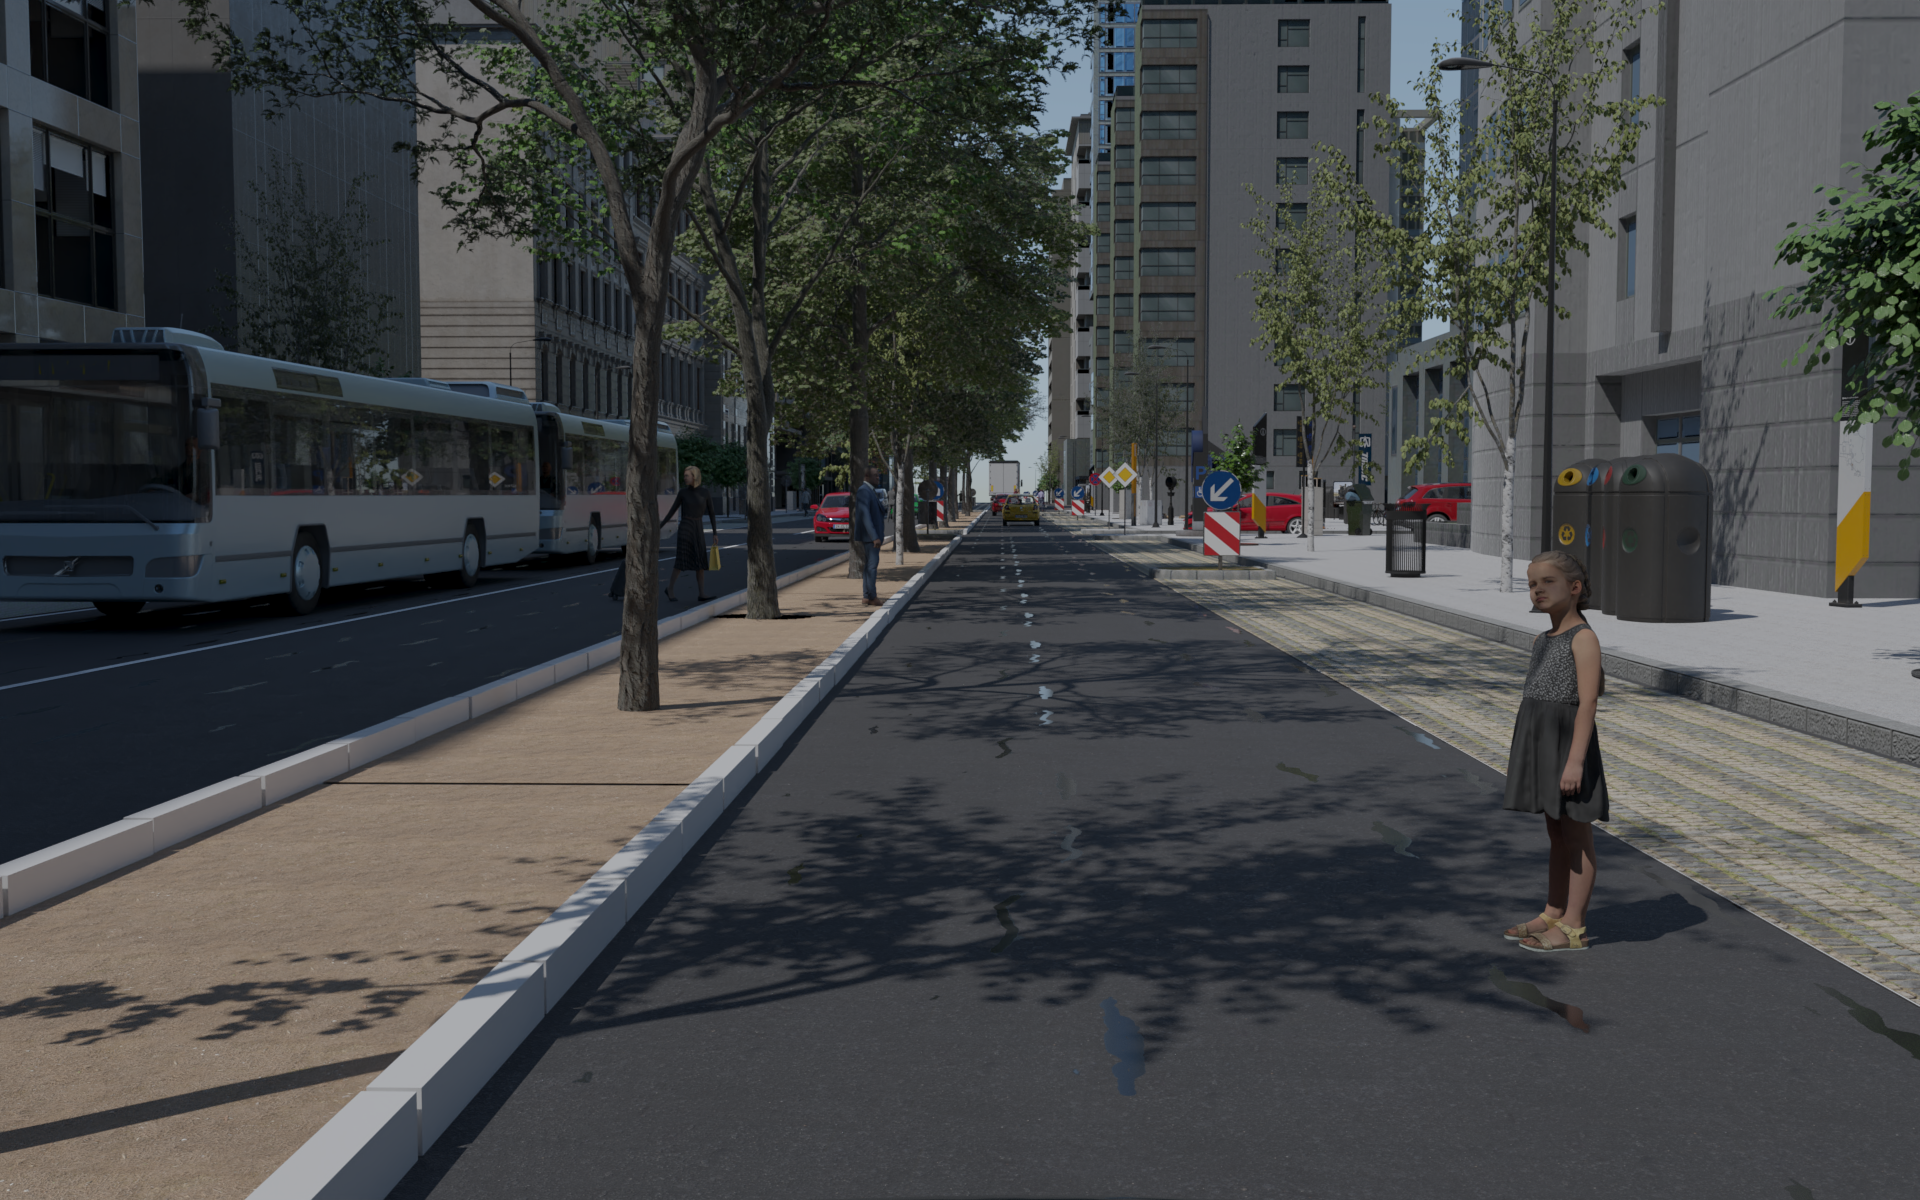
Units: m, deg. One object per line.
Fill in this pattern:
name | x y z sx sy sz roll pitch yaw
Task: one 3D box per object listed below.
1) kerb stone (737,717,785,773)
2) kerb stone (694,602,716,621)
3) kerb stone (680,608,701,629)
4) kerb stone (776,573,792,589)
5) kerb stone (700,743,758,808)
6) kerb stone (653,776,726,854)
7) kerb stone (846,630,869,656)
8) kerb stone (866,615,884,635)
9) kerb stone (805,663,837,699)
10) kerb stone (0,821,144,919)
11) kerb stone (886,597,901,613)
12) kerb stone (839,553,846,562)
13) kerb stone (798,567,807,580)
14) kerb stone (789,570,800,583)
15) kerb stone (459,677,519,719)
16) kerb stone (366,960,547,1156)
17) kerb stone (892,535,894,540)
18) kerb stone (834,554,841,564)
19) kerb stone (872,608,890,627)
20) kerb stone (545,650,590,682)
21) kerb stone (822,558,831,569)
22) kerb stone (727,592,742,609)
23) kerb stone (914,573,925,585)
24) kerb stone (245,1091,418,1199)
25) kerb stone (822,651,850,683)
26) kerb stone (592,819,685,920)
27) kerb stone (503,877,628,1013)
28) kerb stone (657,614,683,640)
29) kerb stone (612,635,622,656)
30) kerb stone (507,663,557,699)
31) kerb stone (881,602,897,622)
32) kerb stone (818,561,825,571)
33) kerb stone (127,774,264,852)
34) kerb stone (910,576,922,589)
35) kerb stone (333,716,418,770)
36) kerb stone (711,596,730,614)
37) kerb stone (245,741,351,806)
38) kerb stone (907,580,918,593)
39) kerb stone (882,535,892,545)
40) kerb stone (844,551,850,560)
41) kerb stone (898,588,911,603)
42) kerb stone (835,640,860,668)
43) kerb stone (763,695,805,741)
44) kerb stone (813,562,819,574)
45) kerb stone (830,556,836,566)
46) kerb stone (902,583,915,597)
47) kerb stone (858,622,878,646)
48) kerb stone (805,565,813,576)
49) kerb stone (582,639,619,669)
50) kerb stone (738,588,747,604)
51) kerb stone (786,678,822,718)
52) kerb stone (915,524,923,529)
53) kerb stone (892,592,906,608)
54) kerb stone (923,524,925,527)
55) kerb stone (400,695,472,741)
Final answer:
kerb stone | -1.083 0.784 9.377 0.120 0.150 1.000 0 4 1
kerb stone | -2.943 0.155 19.671 0.120 0.150 1.000 0 4 1
kerb stone | -2.965 0.223 18.647 0.120 0.150 1.000 0 4 1
kerb stone | -2.770 -0.284 26.838 0.120 0.150 1.000 0 4 1
kerb stone | -1.117 0.850 8.349 0.120 0.150 1.000 0 4 1
kerb stone | -1.141 0.910 7.317 0.120 0.150 1.000 0 4 1
kerb stone | -0.937 0.408 15.530 0.120 0.150 1.000 0 4 1
kerb stone | -0.889 0.289 17.581 0.120 0.150 1.000 0 4 1
kerb stone | -1.014 0.596 12.447 0.120 0.150 1.000 0 4 1
kerb stone | -3.256 0.973 6.339 0.120 0.150 1.000 0 4 1
kerb stone | -0.820 0.094 20.662 0.120 0.150 1.000 0 4 1
kerb stone | -2.544 -0.850 36.092 0.120 0.150 1.000 0 4 1
kerb stone | -2.709 -0.410 28.897 0.120 0.150 1.000 0 4 1
kerb stone | -2.740 -0.347 27.875 0.120 0.150 1.000 0 4 1
kerb stone | -3.137 0.656 11.467 0.120 0.150 1.000 0 4 1
kerb stone | -1.211 1.098 4.246 0.120 0.150 1.000 0 4 1
kerb stone | -2.149 -1.853 52.487 0.120 0.150 1.000 0 4 1
kerb stone | -2.568 -0.784 35.070 0.120 0.150 1.000 0 4 1
kerb stone | -0.870 0.219 18.618 0.120 0.150 1.000 0 4 1
kerb stone | -3.089 0.531 13.518 0.120 0.150 1.000 0 4 1
kerb stone | -2.620 -0.662 33.014 0.120 0.150 1.000 0 4 1
kerb stone | -2.899 0.030 21.720 0.120 0.150 1.000 0 4 1
kerb stone | -0.670 -0.282 26.813 0.120 0.150 1.000 0 4 1
kerb stone | -1.238 1.160 3.224 0.120 0.150 1.000 0 4 1
kerb stone | -0.981 0.534 13.472 0.120 0.150 1.000 0 4 1
kerb stone | -1.162 0.973 6.292 0.120 0.150 1.000 0 4 1
kerb stone | -1.187 1.035 5.268 0.120 0.150 1.000 0 4 1
kerb stone | -2.995 0.280 17.621 0.120 0.150 1.000 0 4 1
kerb stone | -3.043 0.410 15.562 0.120 0.150 1.000 0 4 1
kerb stone | -3.114 0.594 12.489 0.120 0.150 1.000 0 4 1
kerb stone | -0.835 0.160 19.640 0.120 0.150 1.000 0 4 1
kerb stone | -2.645 -0.587 31.984 0.120 0.150 1.000 0 4 1
kerb stone | -3.242 0.907 7.364 0.120 0.150 1.000 0 4 1
kerb stone | -0.692 -0.219 25.783 0.120 0.150 1.000 0 4 1
kerb stone | -3.191 0.782 9.415 0.120 0.150 1.000 0 4 1
kerb stone | -2.915 0.092 20.696 0.120 0.150 1.000 0 4 1
kerb stone | -3.213 0.845 8.393 0.120 0.150 1.000 0 4 1
kerb stone | -0.714 -0.154 24.757 0.120 0.150 1.000 0 4 1
kerb stone | -2.174 -1.790 51.463 0.120 0.150 1.000 0 4 1
kerb stone | -2.518 -0.912 37.114 0.120 0.150 1.000 0 4 1
kerb stone | -0.769 -0.026 22.706 0.120 0.150 1.000 0 4 1
kerb stone | -0.959 0.471 14.501 0.120 0.150 1.000 0 4 1
kerb stone | -1.065 0.721 10.399 0.120 0.150 1.000 0 4 1
kerb stone | -2.672 -0.535 30.953 0.120 0.150 1.000 0 4 1
kerb stone | -2.596 -0.721 34.036 0.120 0.150 1.000 0 4 1
kerb stone | -0.739 -0.093 23.730 0.120 0.150 1.000 0 4 1
kerb stone | -0.905 0.345 16.556 0.120 0.150 1.000 0 4 1
kerb stone | -2.693 -0.469 29.926 0.120 0.150 1.000 0 4 1
kerb stone | -3.056 0.468 14.539 0.120 0.150 1.000 0 4 1
kerb stone | -2.868 -0.033 22.742 0.120 0.150 1.000 0 4 1
kerb stone | -1.043 0.659 11.424 0.120 0.150 1.000 0 4 1
kerb stone | -1.693 -3.014 71.476 0.120 0.150 1.000 0 4 1
kerb stone | -0.793 0.032 21.684 0.120 0.150 1.000 0 4 1
kerb stone | -1.665 -3.077 72.509 0.120 0.150 1.000 0 4 1
kerb stone | -3.175 0.719 10.445 0.120 0.150 1.000 0 4 1
